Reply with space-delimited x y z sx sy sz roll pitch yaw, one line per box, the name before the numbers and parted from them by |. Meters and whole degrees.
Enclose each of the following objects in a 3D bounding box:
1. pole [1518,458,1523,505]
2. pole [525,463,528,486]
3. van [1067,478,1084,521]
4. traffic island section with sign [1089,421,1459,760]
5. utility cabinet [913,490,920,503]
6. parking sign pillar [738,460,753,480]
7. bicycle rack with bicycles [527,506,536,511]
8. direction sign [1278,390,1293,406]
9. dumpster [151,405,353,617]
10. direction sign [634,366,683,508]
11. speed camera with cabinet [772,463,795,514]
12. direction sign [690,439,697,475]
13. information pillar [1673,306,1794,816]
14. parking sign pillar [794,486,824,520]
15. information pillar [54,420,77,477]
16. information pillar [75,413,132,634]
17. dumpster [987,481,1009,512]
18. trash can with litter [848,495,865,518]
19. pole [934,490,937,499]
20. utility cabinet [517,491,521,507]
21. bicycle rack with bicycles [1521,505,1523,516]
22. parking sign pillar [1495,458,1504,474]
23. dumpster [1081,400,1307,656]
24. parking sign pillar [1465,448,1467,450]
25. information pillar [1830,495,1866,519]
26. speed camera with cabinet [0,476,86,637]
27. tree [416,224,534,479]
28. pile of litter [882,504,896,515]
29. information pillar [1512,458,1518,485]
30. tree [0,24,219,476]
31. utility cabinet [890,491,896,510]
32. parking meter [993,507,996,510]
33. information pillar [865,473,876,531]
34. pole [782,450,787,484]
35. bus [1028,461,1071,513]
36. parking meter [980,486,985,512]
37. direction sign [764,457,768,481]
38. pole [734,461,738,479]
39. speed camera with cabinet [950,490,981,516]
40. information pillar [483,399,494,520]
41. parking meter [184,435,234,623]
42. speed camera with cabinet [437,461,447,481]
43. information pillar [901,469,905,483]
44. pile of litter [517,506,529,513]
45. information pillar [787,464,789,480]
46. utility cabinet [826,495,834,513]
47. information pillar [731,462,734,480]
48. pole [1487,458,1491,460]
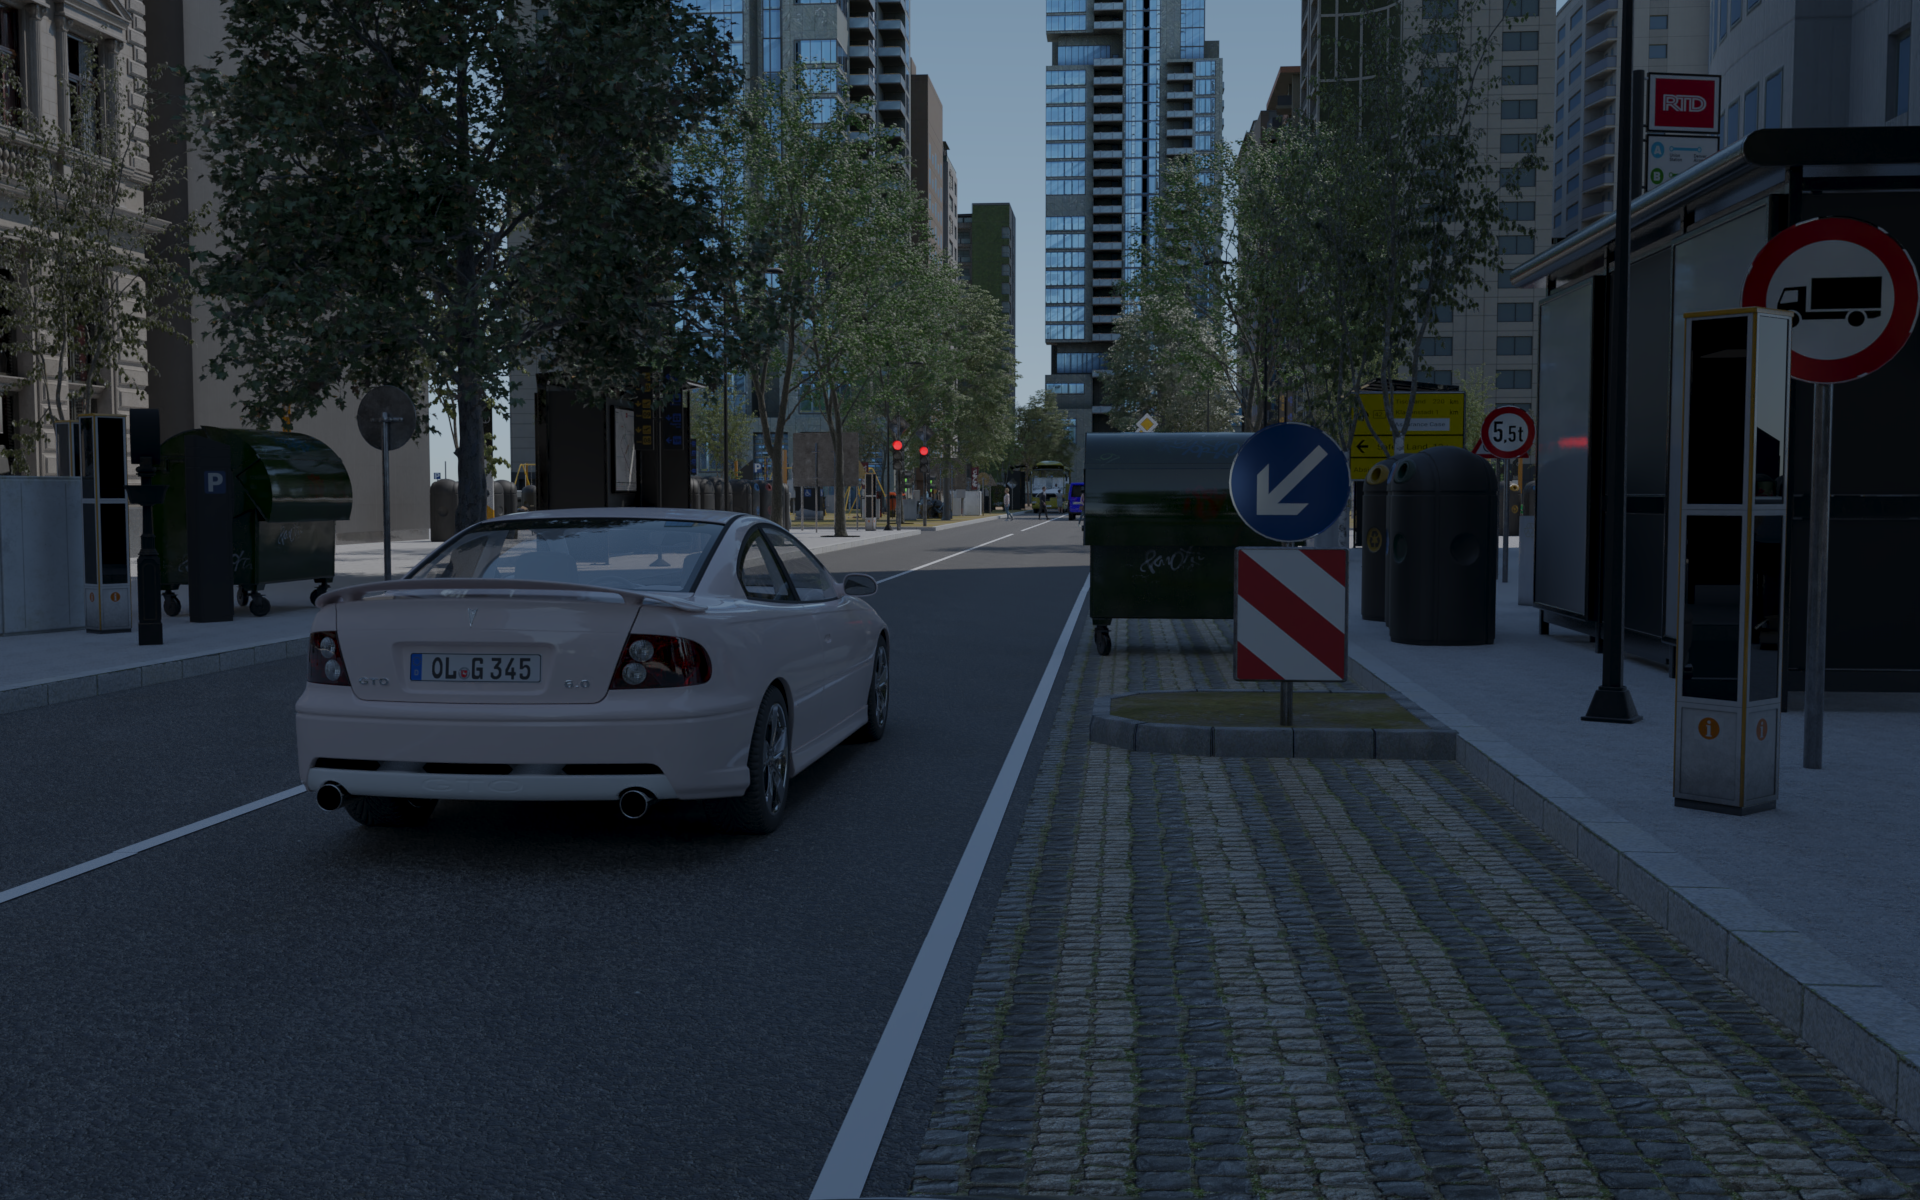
pole | 28.106 -5.693 86.931 0.158 3.312 0.155 0 3 0
pole | -28.612 -7.373 114.398 0.158 3.312 0.155 0 3 0
van | 6.989 -5.570 95.448 2.240 2.365 5.245 0 4 6
traffic island section with sign | 1.776 -0.101 10.288 1.989 1.847 2.006 0 4 5
utility cabinet | -2.449 -5.394 96.864 0.318 1.500 1.173 0 4 -7
parking sign pillar | -16.746 -8.946 134.734 1.447 3.967 1.447 -3 4 -39
bicycle rack with bicycles | -13.551 -2.465 53.689 2.852 0.926 2.925 0 4 -3
direction sign | 7.102 -2.807 37.886 0.379 3.537 0.876 2 4 30
dumpster | -7.737 -0.999 18.829 1.502 2.255 1.985 0 4 5
direction sign | -5.332 -2.366 30.673 0.876 3.537 0.379 0 4 3
speed camera with cabinet | -11.000 -7.038 109.406 0.660 3.252 2.038 3 5 42
direction sign | -11.179 -4.808 70.608 0.876 3.537 0.379 -1 4 -11
information pillar | 3.132 -0.155 7.029 0.304 2.012 0.304 -3 4 -38
parking sign pillar | -7.399 -5.897 84.886 1.447 3.967 1.447 1 4 15
information pillar | -8.835 -0.789 17.393 0.304 2.012 0.304 2 4 35
information pillar | -7.883 -0.703 15.980 0.304 2.012 0.304 3 4 38
dumpster | 2.774 -7.627 127.194 1.502 2.255 1.985 0 4 5
trash can with litter | -5.181 -4.965 92.240 1.678 1.210 2.233 -1 4 -18
pole | -1.592 -7.236 112.146 0.158 3.312 0.155 0 3 0
utility cabinet | -28.983 -6.384 113.054 1.173 1.500 0.318 2 4 29
bicycle rack with bicycles | 18.377 -2.774 58.736 2.852 0.926 2.925 3 5 39
parking sign pillar | 24.323 -5.475 77.986 1.447 3.967 1.447 1 4 14
dumpster | 2.087 -0.653 15.634 1.985 2.255 1.502 0 4 5
parking sign pillar | 30.422 -7.034 103.472 1.447 3.967 1.447 3 5 39
information pillar | 8.656 -0.758 16.892 0.304 2.012 0.304 2 4 31
speed camera with cabinet | -8.874 -1.294 15.493 0.660 3.252 2.038 1 4 22
tree | -10.305 -5.188 35.184 4.737 8.622 4.395 0 3 0
pile of litter | -4.343 -5.733 107.701 1.719 0.858 1.176 1 4 15
information pillar | 33.272 -6.863 103.559 0.504 3.616 0.183 0 4 -3
tree | -14.184 -4.741 27.883 4.360 8.622 3.978 0 3 0
utility cabinet | -4.340 -6.489 114.771 0.318 1.500 1.173 -2 4 -25
parking meter | 2.680 -7.962 138.585 0.372 1.533 0.369 0 3 0
information pillar | -3.114 -3.420 60.401 0.304 2.012 0.304 2 4 23
pole | -8.103 -5.272 80.039 0.158 3.312 0.155 0 3 0
bus | 6.986 -8.613 132.365 2.896 3.916 12.252 0 4 6
parking meter | 1.576 -7.160 122.769 0.399 1.863 0.255 3 5 42
direction sign | -11.846 -6.959 105.774 0.379 3.537 0.876 1 4 8
pole | -13.796 -6.906 106.763 0.158 3.312 0.155 0 3 0
speed camera with cabinet | 0.222 -6.616 102.504 2.038 3.252 0.660 1 4 9
information pillar | -11.358 -3.055 41.306 0.504 3.616 0.183 0 4 -2
parking meter | -7.520 -0.714 17.382 0.255 1.863 0.399 3 4 37
speed camera with cabinet | -30.595 -6.758 104.822 0.660 3.252 2.038 3 5 43
information pillar | -4.494 -8.856 136.157 0.183 3.616 0.504 -3 5 -44
pile of litter | -15.437 -2.904 61.437 1.719 0.858 1.176 -1 4 -13
information pillar | -13.218 -8.669 133.099 0.183 3.616 0.504 0 4 6
utility cabinet | -8.665 -6.529 117.909 1.020 1.237 0.306 2 4 35
information pillar | -16.680 -8.299 127.048 0.183 3.616 0.504 0 4 5
pole | 27.369 -5.865 89.732 0.158 3.312 0.155 0 3 0
